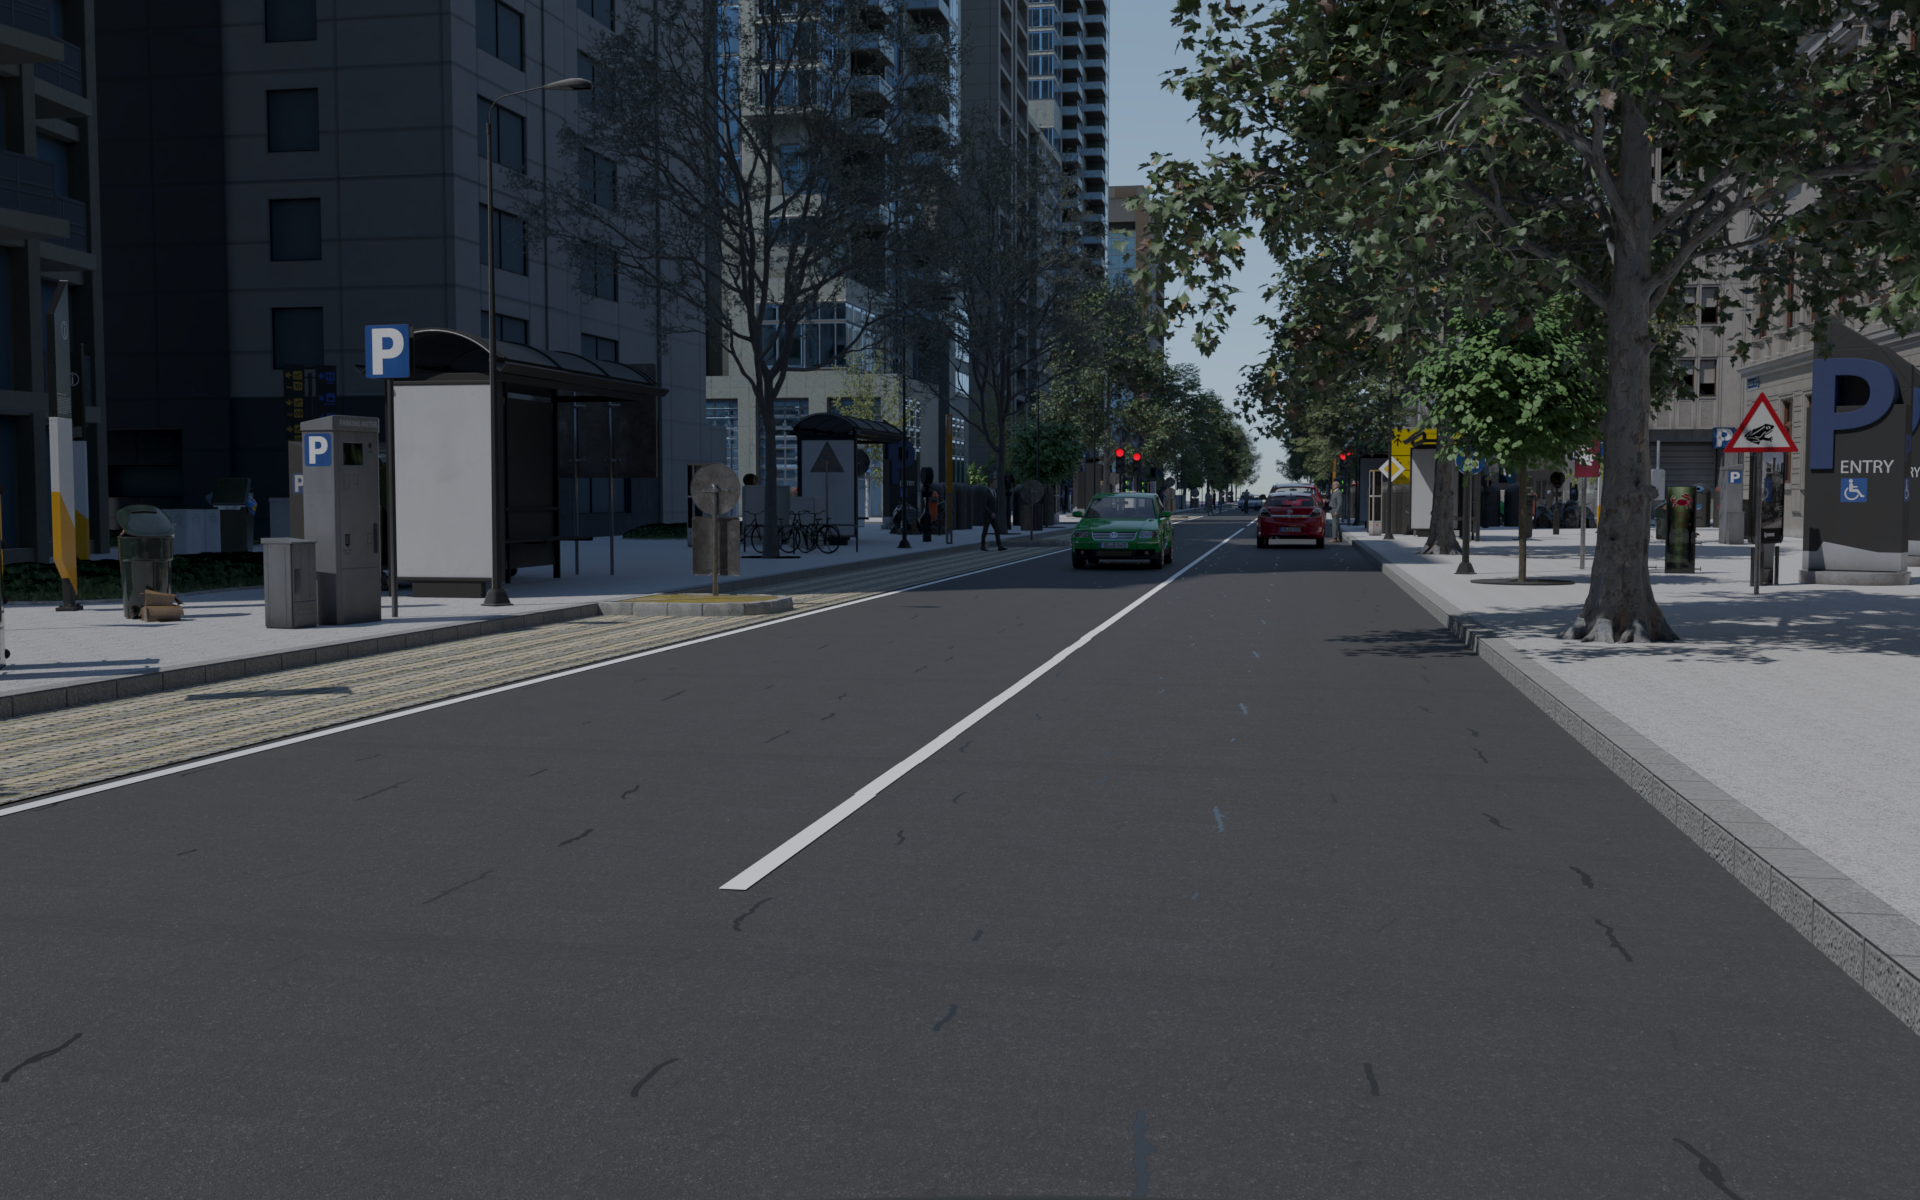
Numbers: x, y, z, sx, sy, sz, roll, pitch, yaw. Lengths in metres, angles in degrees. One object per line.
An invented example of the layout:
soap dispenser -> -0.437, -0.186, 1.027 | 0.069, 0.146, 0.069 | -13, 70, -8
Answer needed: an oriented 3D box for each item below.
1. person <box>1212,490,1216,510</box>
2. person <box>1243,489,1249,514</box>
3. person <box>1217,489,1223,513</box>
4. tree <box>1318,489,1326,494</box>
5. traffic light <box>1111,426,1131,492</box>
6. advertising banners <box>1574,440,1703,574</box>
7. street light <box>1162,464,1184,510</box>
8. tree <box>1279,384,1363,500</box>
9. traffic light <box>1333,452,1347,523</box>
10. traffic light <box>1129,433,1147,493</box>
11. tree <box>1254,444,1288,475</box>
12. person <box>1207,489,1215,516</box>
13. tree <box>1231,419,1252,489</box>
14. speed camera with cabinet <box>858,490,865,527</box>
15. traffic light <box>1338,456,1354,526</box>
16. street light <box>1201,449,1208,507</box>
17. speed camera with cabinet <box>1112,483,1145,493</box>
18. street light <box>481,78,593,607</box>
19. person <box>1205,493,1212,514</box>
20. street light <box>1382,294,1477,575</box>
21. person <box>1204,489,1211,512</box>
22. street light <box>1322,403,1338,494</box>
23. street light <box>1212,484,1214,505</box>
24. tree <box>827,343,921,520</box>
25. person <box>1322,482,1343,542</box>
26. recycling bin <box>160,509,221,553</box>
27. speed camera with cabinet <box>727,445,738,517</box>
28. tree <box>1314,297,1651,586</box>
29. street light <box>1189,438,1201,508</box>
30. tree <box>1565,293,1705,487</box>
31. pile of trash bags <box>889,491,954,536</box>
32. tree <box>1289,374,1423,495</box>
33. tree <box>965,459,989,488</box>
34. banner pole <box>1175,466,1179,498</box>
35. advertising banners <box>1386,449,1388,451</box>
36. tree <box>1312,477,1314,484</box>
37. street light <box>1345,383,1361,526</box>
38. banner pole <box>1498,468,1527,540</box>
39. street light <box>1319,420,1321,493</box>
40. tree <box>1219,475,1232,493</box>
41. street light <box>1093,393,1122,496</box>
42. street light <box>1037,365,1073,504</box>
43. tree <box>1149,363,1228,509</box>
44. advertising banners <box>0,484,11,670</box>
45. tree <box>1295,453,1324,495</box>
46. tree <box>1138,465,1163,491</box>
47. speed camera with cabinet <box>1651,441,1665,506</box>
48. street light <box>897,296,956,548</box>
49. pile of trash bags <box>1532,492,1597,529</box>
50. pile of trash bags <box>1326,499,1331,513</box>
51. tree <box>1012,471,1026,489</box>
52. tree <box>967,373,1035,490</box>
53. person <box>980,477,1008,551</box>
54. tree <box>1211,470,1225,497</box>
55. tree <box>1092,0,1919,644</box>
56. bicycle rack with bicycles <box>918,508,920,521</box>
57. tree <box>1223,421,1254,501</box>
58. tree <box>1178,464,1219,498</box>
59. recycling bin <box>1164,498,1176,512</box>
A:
person -> 23.519, -9.282, 160.291 | 0.705, 1.821, 1.348 | 0, 4, 3
person -> 21.092, -7.282, 127.745 | 0.473, 1.802, 0.592 | 2, 4, 32
person -> 19.301, -7.344, 128.591 | 0.388, 1.821, 0.555 | -2, 4, -24
tree -> 41.671, -12.459, 198.297 | 1.663, 3.219, 1.824 | 0, 3, 0
traffic light -> 6.655, -5.063, 71.693 | 0.839, 4.253, 0.868 | 1, 4, 11
advertising banners -> 10.896, -1.946, 28.011 | 2.074, 3.025, 0.090 | 1, 4, 17
street light -> 14.894, -9.169, 122.462 | 1.470, 5.913, 1.316 | 1, 4, 11
tree -> 26.173, -11.577, 123.699 | 7.601, 10.594, 8.767 | -1, 4, -15
traffic light -> 17.210, -5.437, 77.821 | 0.839, 4.253, 0.868 | 1, 4, 11
traffic light -> 8.160, -5.542, 79.536 | 0.839, 4.253, 0.868 | 1, 4, 11
tree -> 48.888, -19.899, 235.724 | 12.009, 13.543, 11.850 | 0, 3, 0
person -> 16.494, -6.422, 113.769 | 0.573, 1.790, 0.520 | 1, 4, 12
tree -> 38.044, -20.241, 249.069 | 7.486, 12.596, 7.792 | 0, 3, 0
speed camera with cabinet -> -4.491, -4.485, 67.665 | 0.660, 3.252, 2.038 | -3, 4, -36
traffic light -> 15.705, -4.958, 69.979 | 0.839, 4.253, 0.868 | 1, 4, 11
street light -> 21.179, -11.153, 154.886 | 1.470, 5.913, 1.316 | 1, 4, 11
speed camera with cabinet -> 10.362, -6.868, 106.624 | 2.038, 3.252, 0.660 | -2, 4, -26
street light -> -4.789, -2.879, 19.616 | 1.470, 5.913, 1.316 | 1, 4, 11
person -> 18.109, -7.046, 126.303 | 0.503, 1.515, 0.523 | 0, 4, -6
street light -> 7.561, -3.371, 27.657 | 1.470, 5.913, 1.316 | 1, 4, 11
person -> 18.942, -7.585, 132.496 | 0.713, 1.824, 0.794 | -1, 4, -12
street light -> 15.477, -5.956, 69.914 | 1.470, 5.913, 1.316 | 1, 4, 11
street light -> 25.203, -12.460, 176.262 | 1.470, 5.913, 1.316 | 1, 4, 11
tree -> -4.296, -8.189, 84.246 | 4.737, 8.622, 4.395 | 0, 3, 0
person -> 11.083, -2.614, 51.417 | 0.590, 1.801, 0.661 | 0, 4, -1
recycling bin -> -12.752, -0.984, 28.635 | 0.722, 1.027, 0.722 | 1, 4, 22
speed camera with cabinet -> -9.384, -4.642, 70.230 | 0.660, 3.252, 2.038 | 0, 4, -3
tree -> 8.066, -2.519, 24.892 | 4.285, 4.588, 4.351 | 0, 3, 0
street light -> 18.934, -10.461, 143.574 | 1.470, 5.913, 1.316 | 1, 4, 11
tree -> 22.590, -6.706, 60.013 | 4.737, 8.622, 4.395 | 0, 3, 0
pile of trash bags -> -1.112, -2.753, 54.761 | 1.912, 1.369, 3.447 | -1, 4, -10
tree -> 21.391, -10.725, 93.487 | 7.486, 12.596, 7.792 | 0, 3, 0
tree -> 0.679, -6.203, 96.025 | 1.663, 3.219, 1.824 | 0, 3, 0
banner pole -> 17.294, -9.075, 138.392 | 0.401, 3.779, 0.863 | -1, 4, -15
advertising banners -> 16.335, -4.261, 65.862 | 0.090, 3.025, 2.074 | 0, 4, 6
tree -> 19.687, -6.036, 82.402 | 4.285, 4.588, 4.351 | 0, 3, 0
street light -> 11.565, -4.663, 48.777 | 1.470, 5.913, 1.316 | 1, 4, 11
banner pole -> 15.411, -3.564, 48.284 | 0.863, 3.779, 0.401 | 3, 4, 36
street light -> 18.985, -7.050, 87.804 | 1.470, 5.913, 1.316 | 1, 4, 11
tree -> 34.381, -14.987, 228.748 | 4.285, 4.588, 4.351 | 0, 3, 0
street light -> 6.741, -6.563, 79.839 | 1.470, 5.913, 1.316 | 1, 4, 11
street light -> 3.346, -5.485, 62.226 | 1.470, 5.913, 1.316 | 1, 4, 11
tree -> 19.032, -14.162, 149.675 | 7.486, 12.596, 7.792 | 0, 3, 0
advertising banners -> -6.785, -0.967, 12.002 | 0.090, 3.025, 2.074 | -2, 4, -23
tree -> 34.687, -13.258, 167.127 | 4.737, 8.622, 4.395 | 0, 3, 0
tree -> 12.356, -7.267, 113.414 | 1.663, 3.219, 1.824 | 0, 3, 0
speed camera with cabinet -> 25.570, -4.315, 64.882 | 0.660, 3.252, 2.038 | -1, 4, -10
street light -> -0.785, -4.171, 40.736 | 1.470, 5.913, 1.316 | 1, 4, 11
pile of trash bags -> 22.140, -3.358, 64.650 | 3.447, 1.369, 1.912 | -3, 4, -36
pile of trash bags -> 26.852, -6.692, 119.160 | 1.912, 1.369, 3.447 | -3, 5, -44
tree -> 4.247, -7.569, 118.354 | 1.663, 3.219, 1.824 | 0, 3, 0
tree -> 2.584, -9.552, 106.531 | 4.737, 8.622, 4.395 | 0, 3, 0
person -> 0.832, -2.142, 43.300 | 0.755, 1.850, 0.659 | 3, 4, 38
tree -> 30.422, -15.760, 208.032 | 4.737, 8.622, 4.395 | 0, 3, 0
tree -> 5.961, -5.993, 14.995 | 9.611, 12.733, 9.660 | 0, 3, 0
bicycle rack with bicycles -> -1.537, -3.257, 66.639 | 2.925, 0.926, 2.852 | -1, 4, -10
tree -> 49.526, -24.402, 309.339 | 12.009, 13.543, 11.850 | 0, 3, 0
tree -> 22.805, -11.424, 170.489 | 4.285, 4.588, 4.351 | 0, 3, 0
recycling bin -> 15.307, -6.985, 126.762 | 0.722, 1.027, 0.722 | 3, 5, 41
